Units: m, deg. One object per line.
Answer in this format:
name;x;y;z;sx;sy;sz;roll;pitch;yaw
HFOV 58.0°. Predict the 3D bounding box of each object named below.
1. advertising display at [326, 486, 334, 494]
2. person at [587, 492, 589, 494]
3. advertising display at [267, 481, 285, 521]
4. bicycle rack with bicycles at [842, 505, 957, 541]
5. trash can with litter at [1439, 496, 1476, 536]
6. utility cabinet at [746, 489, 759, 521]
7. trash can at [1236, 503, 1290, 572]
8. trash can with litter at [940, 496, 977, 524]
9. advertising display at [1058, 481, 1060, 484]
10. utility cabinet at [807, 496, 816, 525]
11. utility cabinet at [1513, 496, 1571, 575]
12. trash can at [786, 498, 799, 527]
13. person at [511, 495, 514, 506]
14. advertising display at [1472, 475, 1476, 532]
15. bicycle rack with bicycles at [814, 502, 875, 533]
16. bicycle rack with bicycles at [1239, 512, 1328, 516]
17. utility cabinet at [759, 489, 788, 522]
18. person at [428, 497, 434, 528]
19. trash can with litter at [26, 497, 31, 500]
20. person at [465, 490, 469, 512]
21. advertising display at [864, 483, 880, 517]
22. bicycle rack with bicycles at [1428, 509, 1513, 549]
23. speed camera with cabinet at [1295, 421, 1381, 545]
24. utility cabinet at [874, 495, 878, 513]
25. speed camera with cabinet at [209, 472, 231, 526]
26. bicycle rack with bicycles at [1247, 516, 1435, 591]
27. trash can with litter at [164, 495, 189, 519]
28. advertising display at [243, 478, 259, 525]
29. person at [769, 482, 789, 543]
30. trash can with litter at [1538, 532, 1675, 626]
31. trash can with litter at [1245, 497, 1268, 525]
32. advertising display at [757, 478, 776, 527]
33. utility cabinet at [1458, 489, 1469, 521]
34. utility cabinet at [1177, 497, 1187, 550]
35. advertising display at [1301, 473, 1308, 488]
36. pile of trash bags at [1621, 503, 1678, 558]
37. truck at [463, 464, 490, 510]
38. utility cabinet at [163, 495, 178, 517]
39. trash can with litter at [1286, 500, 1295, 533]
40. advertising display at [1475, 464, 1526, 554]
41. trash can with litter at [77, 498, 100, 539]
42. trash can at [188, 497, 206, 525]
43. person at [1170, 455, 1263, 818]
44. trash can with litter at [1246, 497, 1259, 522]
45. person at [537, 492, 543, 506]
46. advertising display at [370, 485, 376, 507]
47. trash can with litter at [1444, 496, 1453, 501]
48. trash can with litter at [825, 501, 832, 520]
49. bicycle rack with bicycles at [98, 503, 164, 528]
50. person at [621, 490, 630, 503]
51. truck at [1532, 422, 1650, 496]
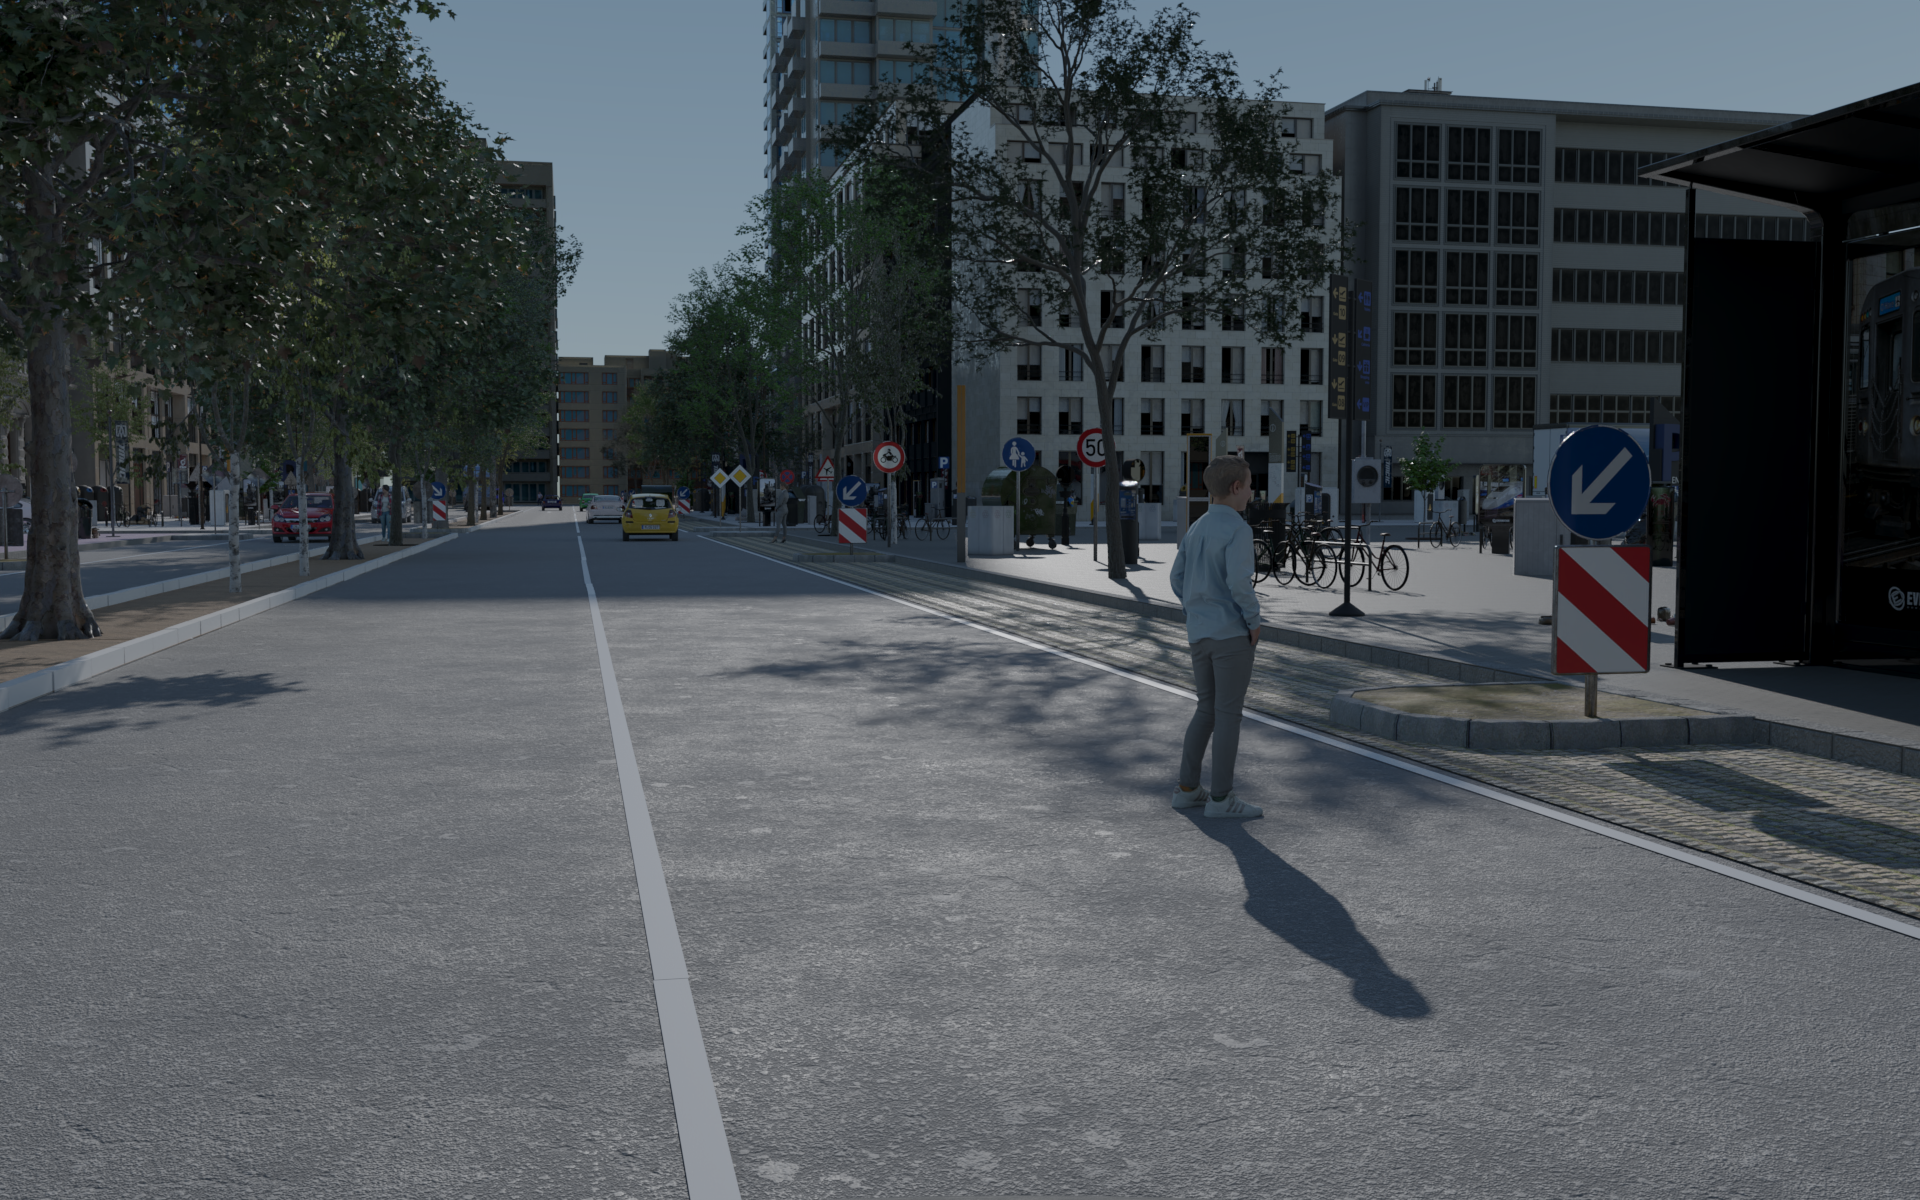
advertising display;-48.300;-7.833;133.281;0.974;1.923;0.123;0;4;-3
person;-44.131;-11.979;205.069;1.217;1.735;0.721;2;4;28
advertising display;-32.727;-4.751;82.889;0.123;1.923;0.974;2;4;25
bicycle rack with bicycles;-1.392;-2.145;48.450;2.852;0.926;2.925;2;4;27
trash can with litter;15.332;-2.603;53.620;1.678;1.210;2.233;2;4;33
utility cabinet;-9.625;-4.511;82.437;1.173;1.500;0.318;2;4;32
trash can;5.103;-1.047;28.765;0.748;1.137;0.748;0;3;0
trash can with litter;0.158;-3.929;75.296;2.233;1.210;1.678;2;4;24
advertising display;4.473;-4.267;74.986;0.123;1.923;0.974;-1;4;-16
utility cabinet;-6.207;-3.764;72.703;0.306;1.237;1.020;-1;4;-10
utility cabinet;9.317;-0.997;27.456;1.020;1.237;0.306;1;4;12
trash can;-6.729;-3.485;68.639;0.748;1.137;0.748;0;3;0
person;-54.478;-12.342;210.157;0.709;1.838;0.599;1;4;11
advertising display;17.617;-3.271;58.700;0.123;1.923;0.974;3;5;39
bicycle rack with bicycles;-3.071;-2.639;56.525;2.852;0.926;2.925;-3;4;-36
bicycle rack with bicycles;6.846;-1.320;34.971;2.852;0.926;2.925;-2;4;-27
utility cabinet;-8.518;-4.333;79.525;1.173;1.500;0.318;-1;4;-18
person;-20.876;-3.607;68.479;0.512;1.701;0.522;2;4;28
trash can with litter;-41.285;-4.029;77.259;1.055;1.170;0.624;1;4;20
person;-38.683;-7.797;136.160;0.592;1.802;0.473;-2;4;-35
advertising display;-4.982;-5.683;98.132;0.974;1.923;0.123;-2;4;-31
bicycle rack with bicycles;12.224;-1.697;41.123;2.852;0.926;2.925;2;4;34
speed camera with cabinet;9.519;-3.015;43.636;2.038;3.252;0.660;0;4;-1
utility cabinet;-3.866;-4.713;88.217;1.020;1.237;0.306;0;4;-4
speed camera with cabinet;-29.920;-4.644;70.272;0.660;3.252;2.038;-1;4;-11
bicycle rack with bicycles;4.430;-0.634;23.748;2.852;0.926;2.925;-1;4;-15
trash can with litter;-40.382;-4.867;90.634;2.233;1.210;1.678;1;4;11
advertising display;-29.121;-4.033;71.151;0.974;1.923;0.123;2;4;35
person;-5.279;-2.551;50.483;0.573;1.790;0.520;0;4;-5
trash can with litter;6.585;-0.370;17.103;2.233;1.210;1.678;-2;4;-29
trash can with litter;13.274;-3.989;76.610;1.055;1.170;0.624;-1;4;-18
advertising display;-7.662;-3.881;68.662;0.123;1.923;0.974;3;4;36
utility cabinet;24.048;-4.533;82.798;0.318;1.500;1.173;0;4;4
utility cabinet;5.455;-1.783;40.314;0.306;1.237;1.020;3;5;42
advertising display;10.676;-2.969;53.756;0.123;1.923;0.974;1;4;17
pile of trash bags;13.852;-1.443;33.344;1.912;1.369;3.447;2;4;31
truck;-44.160;-10.363;159.200;2.967;4.110;18.799;-1;4;-14
utility cabinet;-44.956;-5.360;98.792;1.020;1.237;0.306;1;4;15
trash can with litter;10.999;-2.769;56.662;0.624;1.170;1.055;3;5;40
advertising display;11.609;-1.952;37.127;0.974;1.923;0.123;2;4;32
trash can with litter;-25.159;-2.346;49.737;0.624;1.170;1.055;0;4;-6
trash can;-32.058;-3.738;72.764;0.748;1.137;0.748;0;3;0
person;1.172;0.159;7.711;0.330;1.601;0.589;-1;4;-16
trash can with litter;14.364;-4.293;81.242;2.233;1.210;1.678;0;4;-4
person;-51.469;-12.388;211.984;0.756;1.711;0.436;2;4;32
advertising display;-40.179;-6.935;118.607;0.123;1.923;0.974;-3;4;-36
trash can with litter;29.637;-5.752;105.440;1.055;1.170;0.624;-1;4;-14
trash can with litter;-6.435;-4.371;82.852;1.055;1.170;0.624;2;4;30
bicycle rack with bicycles;-32.157;-3.304;67.395;2.852;0.926;2.925;-1;4;-22
person;-31.794;-9.540;164.463;0.705;1.826;1.348;3;4;36
truck;28.822;-4.970;70.171;11.283;4.237;2.839;-1;4;-14
